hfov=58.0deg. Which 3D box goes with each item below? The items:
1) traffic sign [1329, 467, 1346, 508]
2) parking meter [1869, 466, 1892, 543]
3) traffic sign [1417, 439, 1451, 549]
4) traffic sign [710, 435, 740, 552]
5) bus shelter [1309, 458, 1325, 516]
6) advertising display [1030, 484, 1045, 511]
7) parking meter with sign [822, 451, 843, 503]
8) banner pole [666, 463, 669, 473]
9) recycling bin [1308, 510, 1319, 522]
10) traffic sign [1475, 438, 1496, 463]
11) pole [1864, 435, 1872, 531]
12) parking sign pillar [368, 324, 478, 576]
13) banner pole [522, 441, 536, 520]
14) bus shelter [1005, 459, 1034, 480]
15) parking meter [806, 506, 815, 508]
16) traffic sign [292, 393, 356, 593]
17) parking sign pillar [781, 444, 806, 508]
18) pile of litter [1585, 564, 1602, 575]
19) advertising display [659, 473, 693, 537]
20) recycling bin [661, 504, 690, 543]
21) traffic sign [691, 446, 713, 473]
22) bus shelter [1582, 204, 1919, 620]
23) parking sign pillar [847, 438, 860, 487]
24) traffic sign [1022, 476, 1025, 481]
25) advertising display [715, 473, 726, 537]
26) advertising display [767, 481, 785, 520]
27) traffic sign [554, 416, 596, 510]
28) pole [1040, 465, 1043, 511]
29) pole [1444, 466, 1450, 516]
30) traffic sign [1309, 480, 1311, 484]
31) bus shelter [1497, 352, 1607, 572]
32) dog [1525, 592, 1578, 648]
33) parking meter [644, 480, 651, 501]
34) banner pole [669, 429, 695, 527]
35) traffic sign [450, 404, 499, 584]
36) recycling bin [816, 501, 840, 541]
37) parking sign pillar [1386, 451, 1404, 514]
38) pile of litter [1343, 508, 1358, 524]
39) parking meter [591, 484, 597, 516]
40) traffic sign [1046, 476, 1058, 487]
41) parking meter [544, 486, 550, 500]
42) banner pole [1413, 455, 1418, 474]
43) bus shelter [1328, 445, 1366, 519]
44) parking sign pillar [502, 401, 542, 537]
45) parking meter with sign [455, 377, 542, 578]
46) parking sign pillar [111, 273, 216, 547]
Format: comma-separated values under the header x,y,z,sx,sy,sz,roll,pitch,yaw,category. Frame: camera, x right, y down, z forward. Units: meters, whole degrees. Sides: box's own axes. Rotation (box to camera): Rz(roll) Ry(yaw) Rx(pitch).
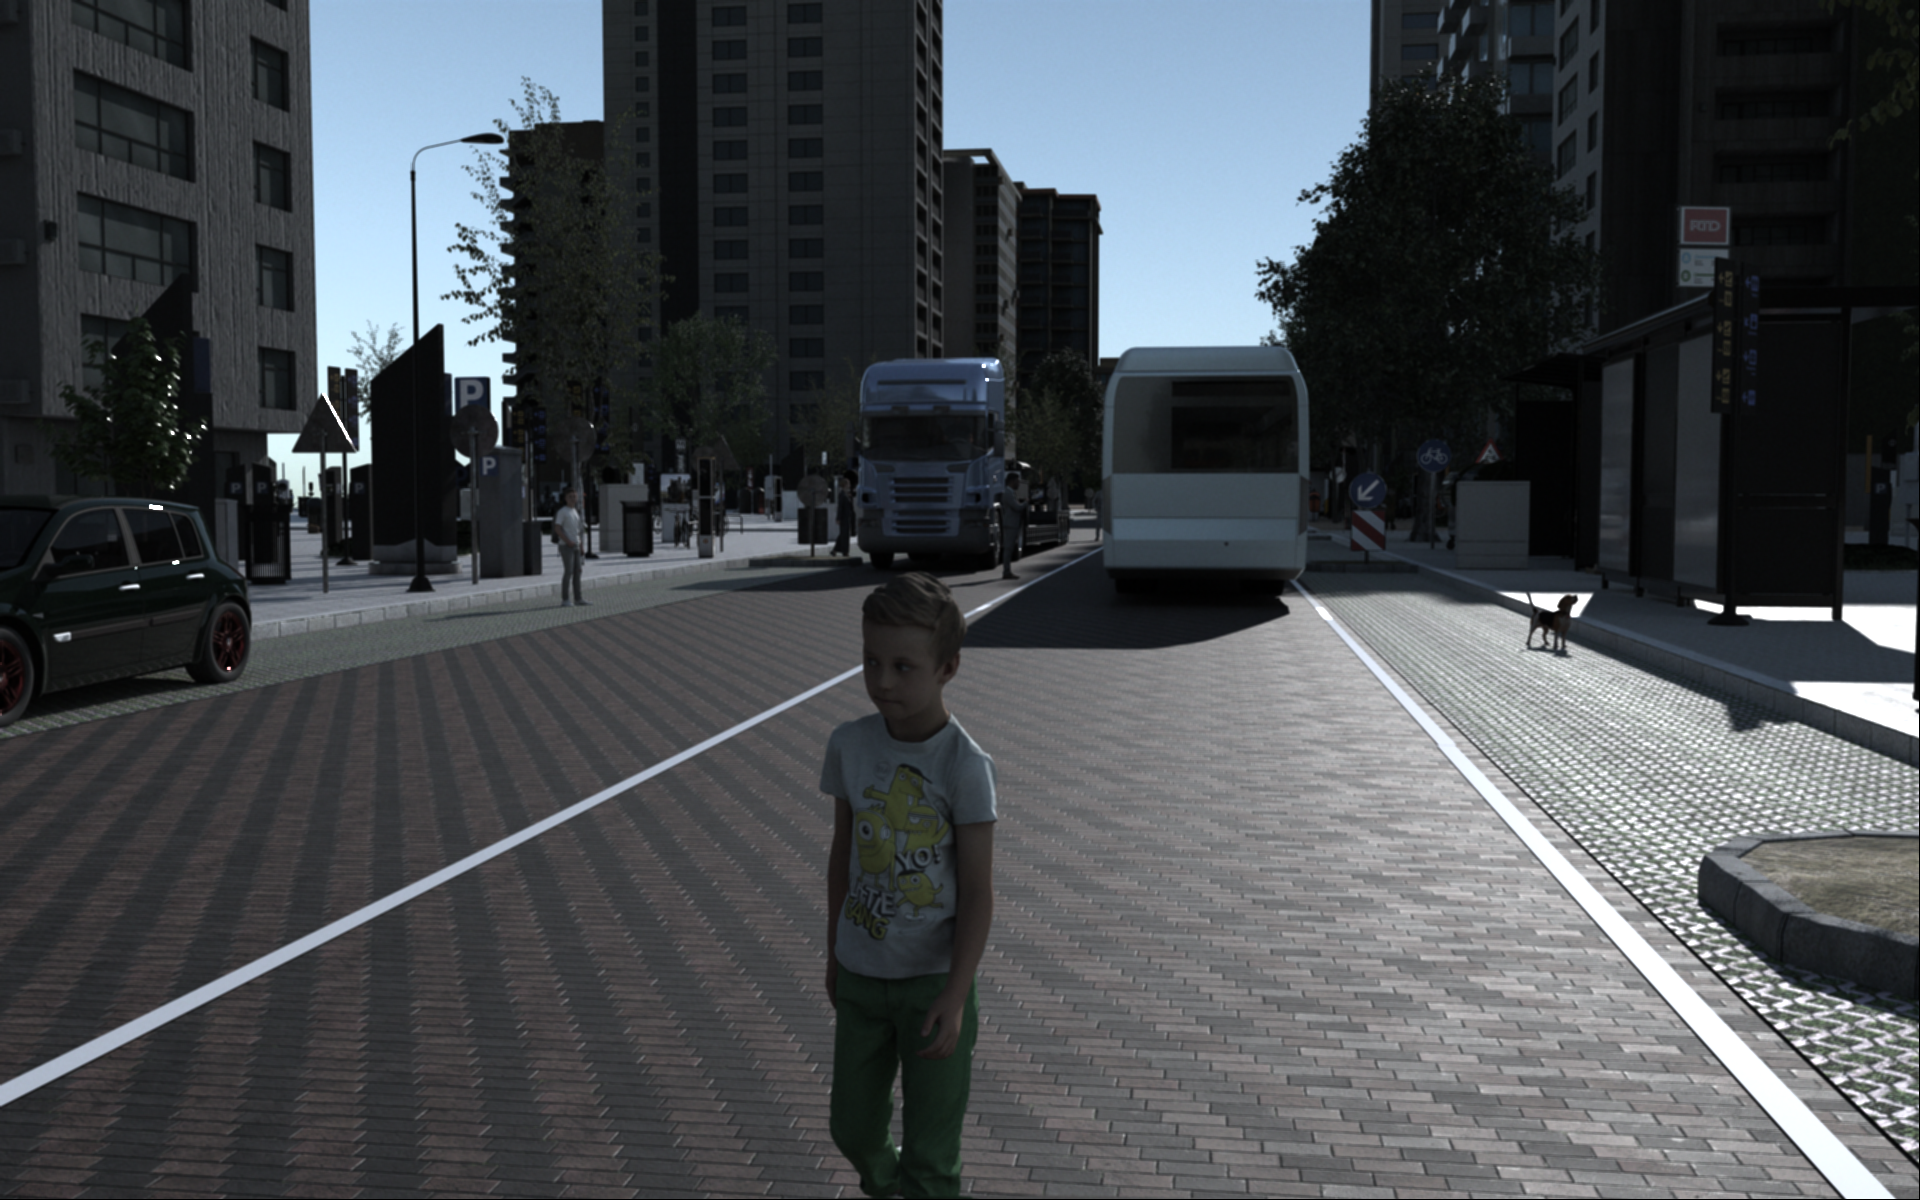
x,y,z,sx,sy,sz,roll,pitch,yaw,category
17.605,-4.933,80.760,0.768,2.556,0.104,1,4,13,traffic sign
19.060,-1.844,35.856,0.399,1.863,0.255,2,4,28,parking meter
11.031,-2.461,40.346,0.768,2.556,0.104,1,4,16,traffic sign
-5.279,-2.342,38.290,0.884,2.594,0.081,1,4,16,traffic sign
20.566,-6.405,98.646,2.014,3.302,5.546,1,4,8,bus shelter
4.791,-6.232,107.107,0.974,1.923,0.123,2,4,31,advertising display
-4.765,-4.591,71.318,1.738,3.016,0.543,-2,4,-26,parking meter with sign
-23.113,-9.038,137.785,0.863,3.779,0.401,-2,4,-33,banner pole
16.355,-4.210,81.380,0.722,1.027,0.722,-2,4,-27,recycling bin
12.281,-2.456,40.154,0.884,2.594,0.081,1,4,14,traffic sign
31.482,-4.050,60.054,0.158,3.312,0.155,0,3,0,pole
-8.791,-2.409,27.854,1.447,3.967,1.447,1,4,18,parking sign pillar
-17.825,-5.027,72.216,0.401,3.779,0.863,-3,4,-39,banner pole
3.181,-6.731,103.979,2.014,3.302,5.546,0,4,8,bus shelter
-7.060,-4.653,81.792,0.399,1.863,0.255,3,5,42,parking meter
-8.222,-1.369,22.382,0.884,2.594,0.081,1,4,9,traffic sign
-8.898,-6.378,92.757,1.447,3.967,1.447,1,4,13,parking sign pillar
10.637,-0.827,27.488,1.176,0.858,1.719,0,4,1,pile of litter
-8.506,-2.853,51.861,0.974,1.923,0.123,0,4,-3,advertising display
-7.592,-2.054,46.130,0.722,1.027,0.722,-1,4,-11,recycling bin
-6.760,-2.802,45.915,0.768,2.556,0.104,1,4,8,traffic sign
9.279,-2.700,21.779,2.179,5.291,8.768,0,4,8,bus shelter
-4.490,-5.465,77.831,1.447,3.967,1.447,3,5,43,parking sign pillar
3.780,-6.630,108.411,0.884,2.594,0.081,1,4,17,traffic sign
-7.385,-2.870,52.135,0.123,1.923,0.974,2,4,27,advertising display
-9.264,-5.016,87.224,0.974,1.923,0.123,1,4,17,advertising display
-6.304,-1.725,28.314,0.768,2.556,0.104,1,4,16,traffic sign
5.501,-7.541,117.140,0.158,3.312,0.155,0,3,0,pole
22.259,-5.215,79.107,0.158,3.312,0.155,0,3,0,pole
18.750,-5.788,94.645,0.884,2.594,0.081,1,4,10,traffic sign
11.159,-2.467,31.620,1.731,3.624,6.357,1,4,8,bus shelter
5.520,0.190,16.174,0.540,0.507,0.406,2,4,30,dog
-12.419,-3.836,68.434,0.399,1.863,0.255,-3,5,-43,parking meter
-10.579,-4.683,66.578,0.863,3.779,0.401,-2,4,-33,banner pole
-6.901,-1.496,24.574,0.768,2.556,0.104,1,4,15,traffic sign
-3.417,-2.122,47.245,0.722,1.027,0.722,1,4,10,recycling bin
26.910,-7.277,107.452,1.447,3.967,1.447,-3,4,-37,parking sign pillar
16.907,-3.664,73.868,1.176,0.858,1.719,1,4,9,pile of litter
-21.489,-5.872,101.715,0.255,1.863,0.399,-1,4,-17,parking meter
6.674,-7.680,125.577,0.884,2.594,0.081,1,4,18,traffic sign
-28.354,-6.922,118.891,0.255,1.863,0.399,-2,4,-34,parking meter
29.553,-7.480,112.319,0.863,3.779,0.401,-2,4,-35,banner pole
18.805,-5.733,85.020,1.731,3.624,6.357,0,4,8,bus shelter
-13.099,-3.831,51.108,1.447,3.967,1.447,0,4,2,parking sign pillar
-7.051,-1.860,26.675,0.543,3.016,1.738,1,4,15,parking meter with sign
-9.953,-2.028,21.637,1.447,3.967,1.447,2,4,26,parking sign pillar
